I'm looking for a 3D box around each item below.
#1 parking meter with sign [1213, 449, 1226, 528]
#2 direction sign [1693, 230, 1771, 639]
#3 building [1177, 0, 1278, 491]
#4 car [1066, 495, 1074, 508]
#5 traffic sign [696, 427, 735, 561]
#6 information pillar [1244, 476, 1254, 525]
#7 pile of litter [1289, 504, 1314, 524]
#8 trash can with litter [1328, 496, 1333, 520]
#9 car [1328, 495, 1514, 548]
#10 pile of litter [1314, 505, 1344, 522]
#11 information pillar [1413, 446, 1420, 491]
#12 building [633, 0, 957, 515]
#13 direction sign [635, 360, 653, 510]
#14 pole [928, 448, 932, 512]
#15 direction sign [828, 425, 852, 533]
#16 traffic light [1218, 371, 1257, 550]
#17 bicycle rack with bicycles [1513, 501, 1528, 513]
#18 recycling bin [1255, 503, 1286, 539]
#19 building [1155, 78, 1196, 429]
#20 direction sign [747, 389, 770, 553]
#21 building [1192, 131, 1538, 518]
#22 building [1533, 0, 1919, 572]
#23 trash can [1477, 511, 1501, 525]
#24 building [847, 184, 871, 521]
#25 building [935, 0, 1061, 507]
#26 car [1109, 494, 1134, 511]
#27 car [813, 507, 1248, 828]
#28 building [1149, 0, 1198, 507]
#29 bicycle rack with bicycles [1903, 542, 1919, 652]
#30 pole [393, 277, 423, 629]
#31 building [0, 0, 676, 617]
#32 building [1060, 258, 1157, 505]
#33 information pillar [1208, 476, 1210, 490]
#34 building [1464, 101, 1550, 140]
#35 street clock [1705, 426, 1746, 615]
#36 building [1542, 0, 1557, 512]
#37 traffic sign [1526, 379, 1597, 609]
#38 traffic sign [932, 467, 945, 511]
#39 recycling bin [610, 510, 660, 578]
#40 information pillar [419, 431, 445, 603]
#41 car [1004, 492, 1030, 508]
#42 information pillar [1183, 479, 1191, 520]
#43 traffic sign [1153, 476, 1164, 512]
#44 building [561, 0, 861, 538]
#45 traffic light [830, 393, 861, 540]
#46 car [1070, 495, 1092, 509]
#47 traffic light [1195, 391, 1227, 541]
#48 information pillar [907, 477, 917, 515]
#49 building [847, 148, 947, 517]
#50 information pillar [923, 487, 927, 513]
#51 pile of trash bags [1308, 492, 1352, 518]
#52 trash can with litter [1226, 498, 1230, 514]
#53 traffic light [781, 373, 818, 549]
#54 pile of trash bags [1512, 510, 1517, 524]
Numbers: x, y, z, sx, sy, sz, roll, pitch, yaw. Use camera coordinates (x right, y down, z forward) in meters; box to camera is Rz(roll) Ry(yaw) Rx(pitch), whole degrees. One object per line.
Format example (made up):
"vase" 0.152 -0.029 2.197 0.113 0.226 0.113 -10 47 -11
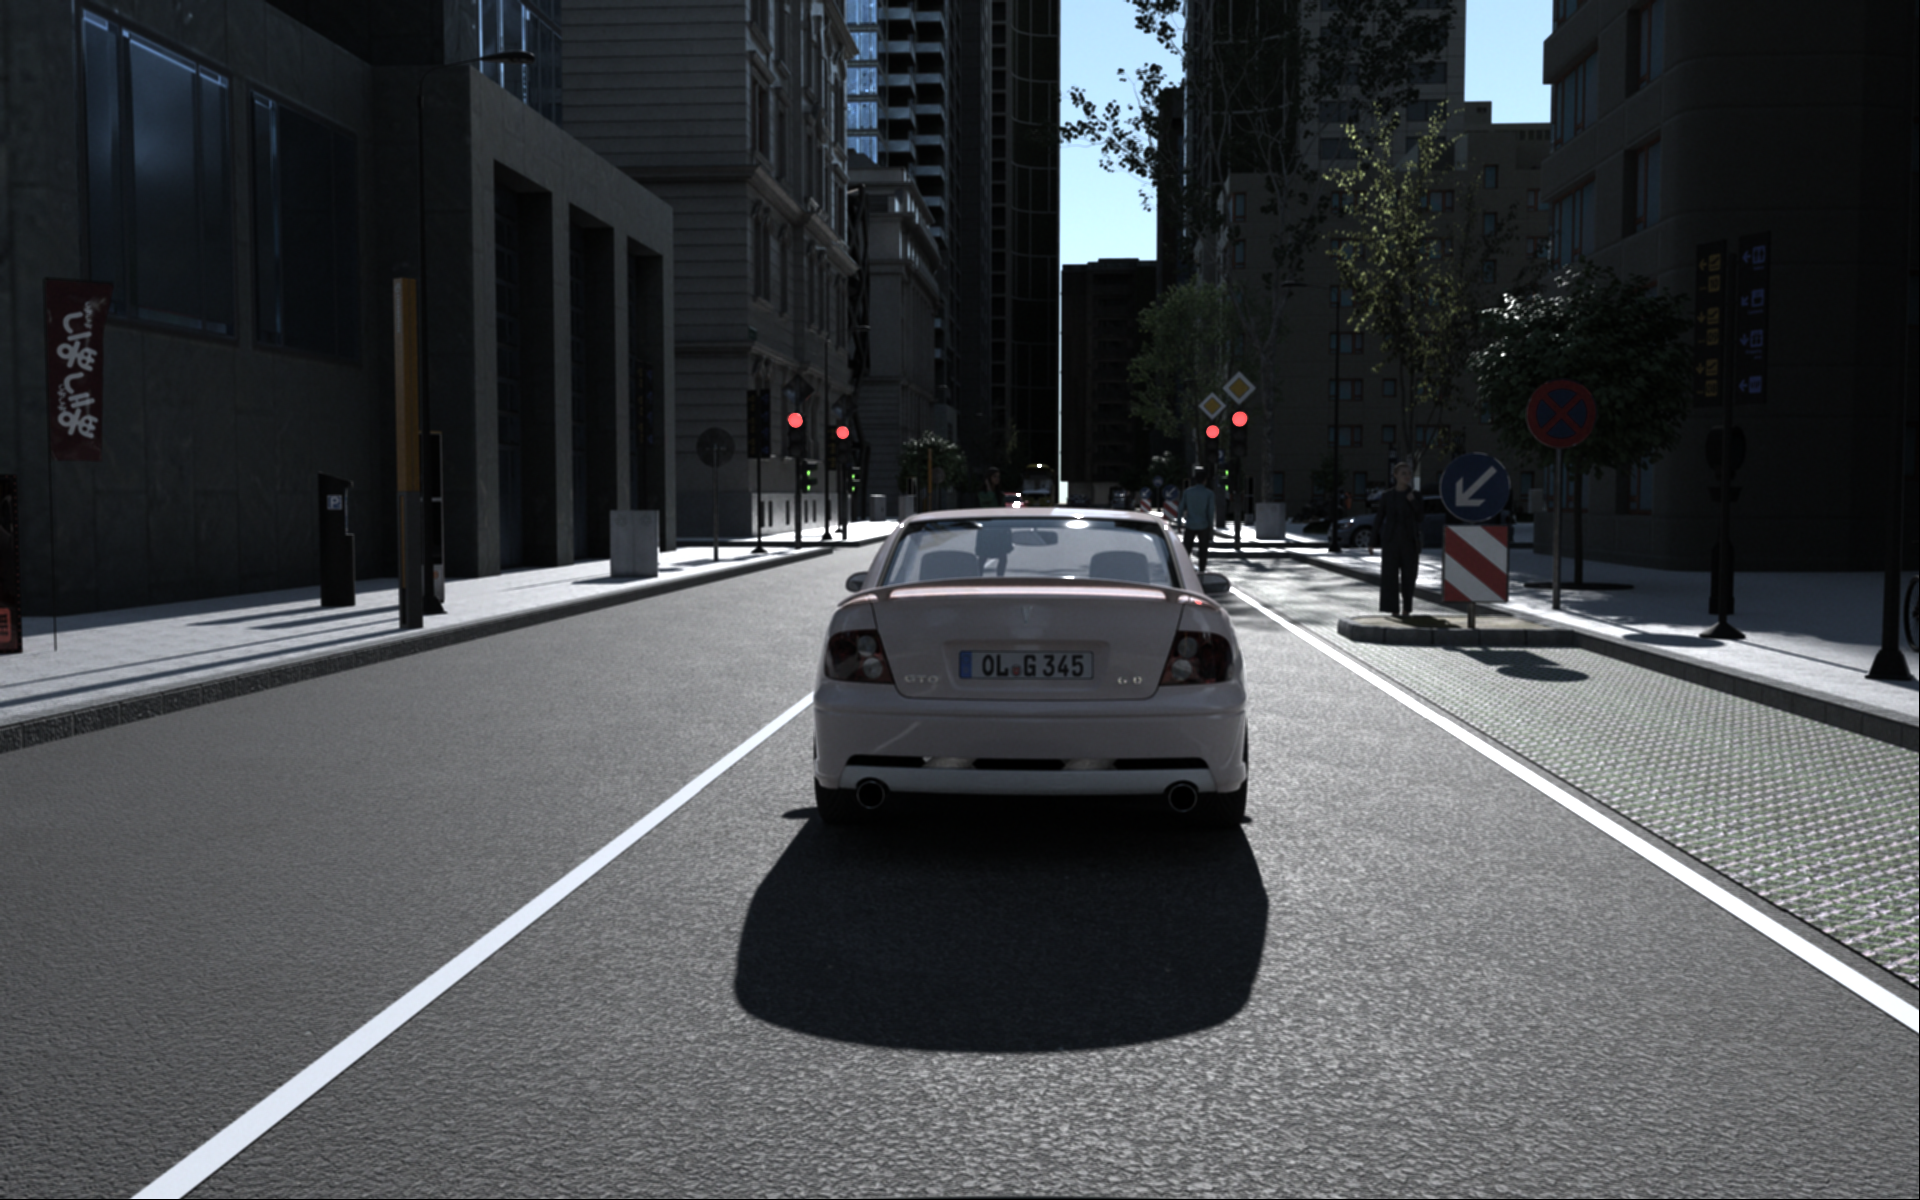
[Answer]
"parking meter with sign" 10.001 -4.317 66.838 0.543 3.016 1.738 0 4 3
"direction sign" 6.819 -1.431 15.386 0.379 3.537 0.876 -1 4 -17
"building" 27.680 -42.807 138.154 20.563 71.187 20.611 0 4 4
"car" 11.715 -9.938 174.842 2.083 1.381 4.827 0 4 3
"traffic sign" -4.669 -2.016 33.069 0.768 2.556 0.104 1 4 10
"information pillar" 11.935 -4.095 71.448 0.304 2.012 0.304 -1 4 -12
"pile of litter" 15.273 -3.784 75.829 1.719 0.858 1.176 1 4 11
"trash can with litter" 13.448 -3.133 62.280 1.678 1.210 2.233 0 4 6
"car" 11.476 -1.913 43.272 4.499 1.417 2.014 0 4 2
"pile of litter" 14.929 -3.286 67.695 1.719 0.858 1.176 0 4 1
"information pillar" 22.201 -5.681 84.236 0.504 3.616 0.183 -3 4 -39
"building" -11.027 -50.465 137.778 22.319 86.520 31.000 0 4 4
"direction sign" -5.410 -2.308 29.739 0.379 3.537 0.876 0 4 7
"pole" -1.336 -5.074 76.802 0.158 3.312 0.155 0 3 0
"direction sign" -3.999 -3.992 57.269 0.876 3.537 0.379 -2 4 -25
"traffic light" 6.337 -3.097 39.564 0.839 4.253 0.868 0 4 4
"bicycle rack with bicycles" 28.183 -4.667 89.686 2.852 0.926 2.925 2 4 35
"recycling bin" 8.887 -2.264 49.564 0.722 1.027 0.722 2 4 25
"building" 28.472 -32.857 187.319 14.600 45.320 14.200 0 4 4
"direction sign" -4.366 -2.790 37.606 0.379 3.537 0.876 -3 4 -39
"building" 29.273 -16.024 107.030 27.650 21.520 28.899 0 4 4
"building" 25.230 -10.797 21.565 27.650 21.520 28.899 0 4 4
"trash can" 11.253 -1.554 37.061 0.748 1.137 0.748 0 3 0
"building" -12.877 -13.150 82.462 16.820 18.784 16.811 0 4 4
"building" 2.162 -47.661 217.511 20.611 71.187 20.563 0 4 4
"car" 13.004 -7.769 139.019 2.014 1.417 4.499 0 4 4
"car" 0.385 0.214 8.856 2.083 1.381 4.827 0 4 3
"building" 29.930 -52.029 163.350 22.319 86.520 31.000 0 4 4
"bicycle rack with bicycles" 8.424 0.046 12.627 2.852 0.926 2.925 1 4 18
"pole" -5.252 -1.384 16.476 0.158 3.312 0.155 0 3 0
"building" -22.676 -43.669 26.661 31.000 86.520 22.319 0 4 4
"building" 19.447 -27.122 215.139 14.107 30.474 14.160 0 4 4
"information pillar" 10.419 -4.152 72.385 0.304 2.012 0.304 2 4 34
"building" 50.443 -29.703 177.530 23.993 40.220 32.217 0 4 4
"street clock" 8.129 -0.848 18.428 0.471 2.002 0.358 -3 5 -41
"building" 35.552 -26.798 57.751 30.456 49.044 23.786 0 4 4
"traffic sign" 6.645 -1.169 19.223 0.768 2.556 0.104 0 4 4
"traffic sign" -1.082 -5.004 81.924 0.768 2.556 0.104 1 4 12
"recycling bin" -5.058 -0.881 26.958 0.722 1.027 0.722 0 4 -7
"information pillar" -6.269 -0.966 20.287 0.304 2.012 0.304 2 4 25
"car" 2.234 -4.441 81.645 2.155 1.783 4.494 0 4 4
"information pillar" 11.196 -4.951 85.435 0.304 2.012 0.304 1 4 17
"traffic sign" 13.908 -7.432 121.626 0.768 2.556 0.104 1 4 10
"building" -11.558 -16.774 61.649 14.401 28.519 23.554 0 4 4
"traffic light" -3.203 -3.626 48.207 0.839 4.253 0.868 0 4 4
"car" 10.525 -8.482 151.255 1.945 1.354 3.894 0 4 6
"traffic light" 6.886 -3.585 47.531 0.839 4.253 0.868 0 4 4
"information pillar" -2.111 -4.387 76.220 0.304 2.012 0.304 3 4 39
"building" -8.384 -16.287 108.098 13.314 21.916 24.055 0 4 4
"information pillar" -1.933 -6.593 99.155 0.504 3.616 0.183 3 5 40
"pile of trash bags" 19.791 -5.032 92.029 1.912 1.369 3.447 3 5 44
"trash can with litter" 13.590 -4.711 88.408 1.055 1.170 0.624 -3 5 -42
"traffic light" -3.752 -3.139 40.241 0.839 4.253 0.868 0 4 4
"pile of trash bags" 21.925 -3.937 74.124 3.447 1.369 1.912 0 4 -4
